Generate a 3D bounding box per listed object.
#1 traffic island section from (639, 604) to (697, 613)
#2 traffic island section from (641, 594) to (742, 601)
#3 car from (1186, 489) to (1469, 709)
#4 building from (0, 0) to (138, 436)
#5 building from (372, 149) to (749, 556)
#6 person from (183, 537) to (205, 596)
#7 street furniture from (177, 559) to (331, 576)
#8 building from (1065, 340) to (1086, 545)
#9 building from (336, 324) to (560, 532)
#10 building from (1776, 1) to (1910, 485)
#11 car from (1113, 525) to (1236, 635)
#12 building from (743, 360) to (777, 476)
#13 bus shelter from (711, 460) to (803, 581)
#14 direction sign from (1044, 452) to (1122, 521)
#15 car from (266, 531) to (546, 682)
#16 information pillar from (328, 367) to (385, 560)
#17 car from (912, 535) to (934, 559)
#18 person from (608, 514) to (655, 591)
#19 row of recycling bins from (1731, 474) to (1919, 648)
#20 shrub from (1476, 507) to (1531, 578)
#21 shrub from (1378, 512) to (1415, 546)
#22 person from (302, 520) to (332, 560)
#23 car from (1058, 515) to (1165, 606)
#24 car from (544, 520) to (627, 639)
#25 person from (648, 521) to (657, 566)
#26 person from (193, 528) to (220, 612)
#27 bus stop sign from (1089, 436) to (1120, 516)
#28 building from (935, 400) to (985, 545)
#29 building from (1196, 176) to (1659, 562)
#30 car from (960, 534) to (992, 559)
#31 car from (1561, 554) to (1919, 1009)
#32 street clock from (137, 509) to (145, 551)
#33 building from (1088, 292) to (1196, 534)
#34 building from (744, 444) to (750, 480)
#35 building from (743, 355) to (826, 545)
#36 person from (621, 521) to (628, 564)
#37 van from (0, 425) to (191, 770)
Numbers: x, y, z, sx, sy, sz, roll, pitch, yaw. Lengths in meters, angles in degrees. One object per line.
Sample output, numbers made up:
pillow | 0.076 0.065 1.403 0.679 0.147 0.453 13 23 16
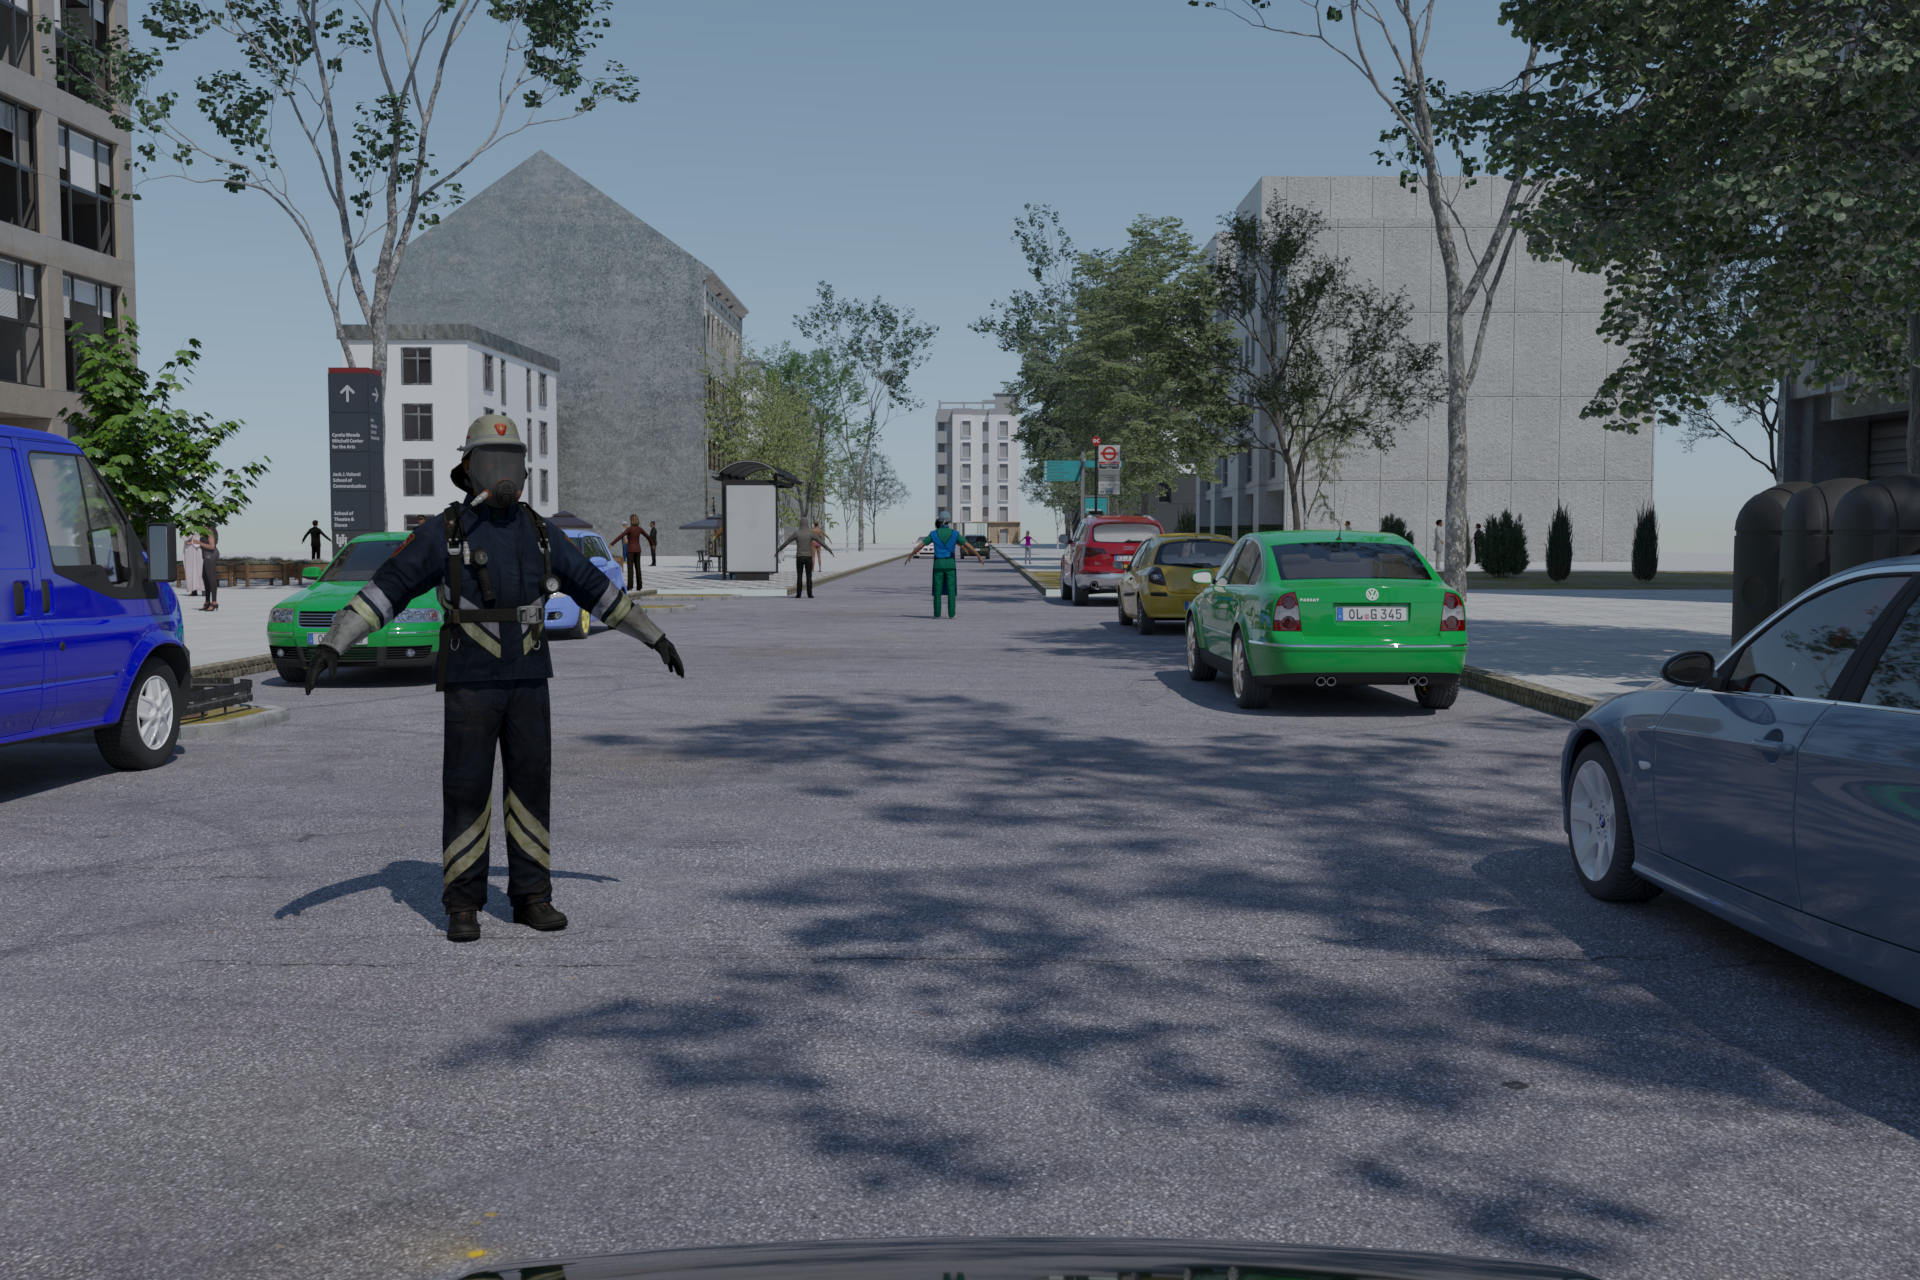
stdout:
traffic island section | -5.984 -0.580 32.346 1.991 0.108 1.994 0 4 1
traffic island section | -5.856 -0.933 38.125 1.991 0.108 1.994 0 3 0
car | 3.146 -0.415 15.580 1.959 1.807 4.718 0 4 -1
building | -31.884 -13.823 29.202 19.351 26.588 34.151 0 4 1
building | -23.959 -16.977 108.499 19.493 23.208 18.063 0 4 0
person | -15.765 -1.769 35.642 0.551 1.740 0.621 -2 4 -32
street furniture | -21.802 -2.375 54.459 10.072 0.657 5.734 -1 4 -8
building | 25.926 -21.707 198.890 27.936 21.610 32.646 0 4 1
building | -23.773 -8.642 83.439 9.099 9.664 28.070 0 4 1
building | 25.965 -13.140 32.100 12.078 24.872 19.932 0 4 1
car | 3.366 -0.969 26.072 2.015 1.641 3.980 0 4 -1
building | -26.316 -20.367 189.414 16.016 20.090 11.380 0 4 0
bus shelter | -5.781 -3.433 50.058 2.014 3.302 5.546 0 3 0
direction sign | 3.979 -4.089 55.622 2.525 3.948 1.411 0 3 0
car | -5.670 -0.573 18.164 1.959 1.807 4.718 0 4 1
information pillar | -9.474 -2.316 27.238 0.750 3.857 0.750 0 4 1
car | -1.805 -5.538 102.910 2.083 1.381 4.827 0 4 1
person | -7.396 -1.973 39.059 1.215 1.729 0.721 -3 5 -42
row of recycling bins | 6.571 -0.322 12.376 1.069 1.692 3.534 0 4 0
shrub | 15.977 -2.867 50.917 1.661 2.075 1.752 0 3 0
shrub | 14.404 -3.266 57.826 1.690 2.028 1.600 0 3 0
person | -23.921 -3.559 64.370 1.347 1.806 0.705 1 4 15
car | 3.243 -1.683 36.183 2.281 1.827 5.304 0 4 -1
car | -5.912 -0.926 24.724 1.945 1.707 3.694 0 4 1
person | -12.269 -3.844 69.066 0.704 1.802 1.346 0 4 -4
person | -12.542 -1.300 28.762 0.593 1.643 0.415 2 4 27
bus stop sign | 3.942 -3.591 47.411 0.855 3.939 0.416 0 4 -1
building | -3.006 -23.028 235.382 11.380 20.090 16.016 0 4 -2
building | 23.315 -13.933 94.258 16.747 18.905 31.486 0 4 0
car | 0.856 -5.488 99.511 2.009 1.686 4.222 0 3 0
car | 3.349 0.410 5.302 2.014 1.417 4.499 0 4 0
street clock | -9.558 -0.958 20.241 0.358 2.002 0.471 0 4 0
building | 25.613 -19.486 162.569 27.936 21.610 32.646 0 4 1
building | -24.078 -13.619 164.820 9.099 9.664 28.070 0 3 0
building | -26.619 -23.294 211.781 19.493 23.208 18.063 0 4 1
person | -14.533 -4.243 75.228 0.705 1.847 1.347 -1 4 -11
van | -5.841 -0.271 8.809 2.240 2.365 5.245 0 4 1
